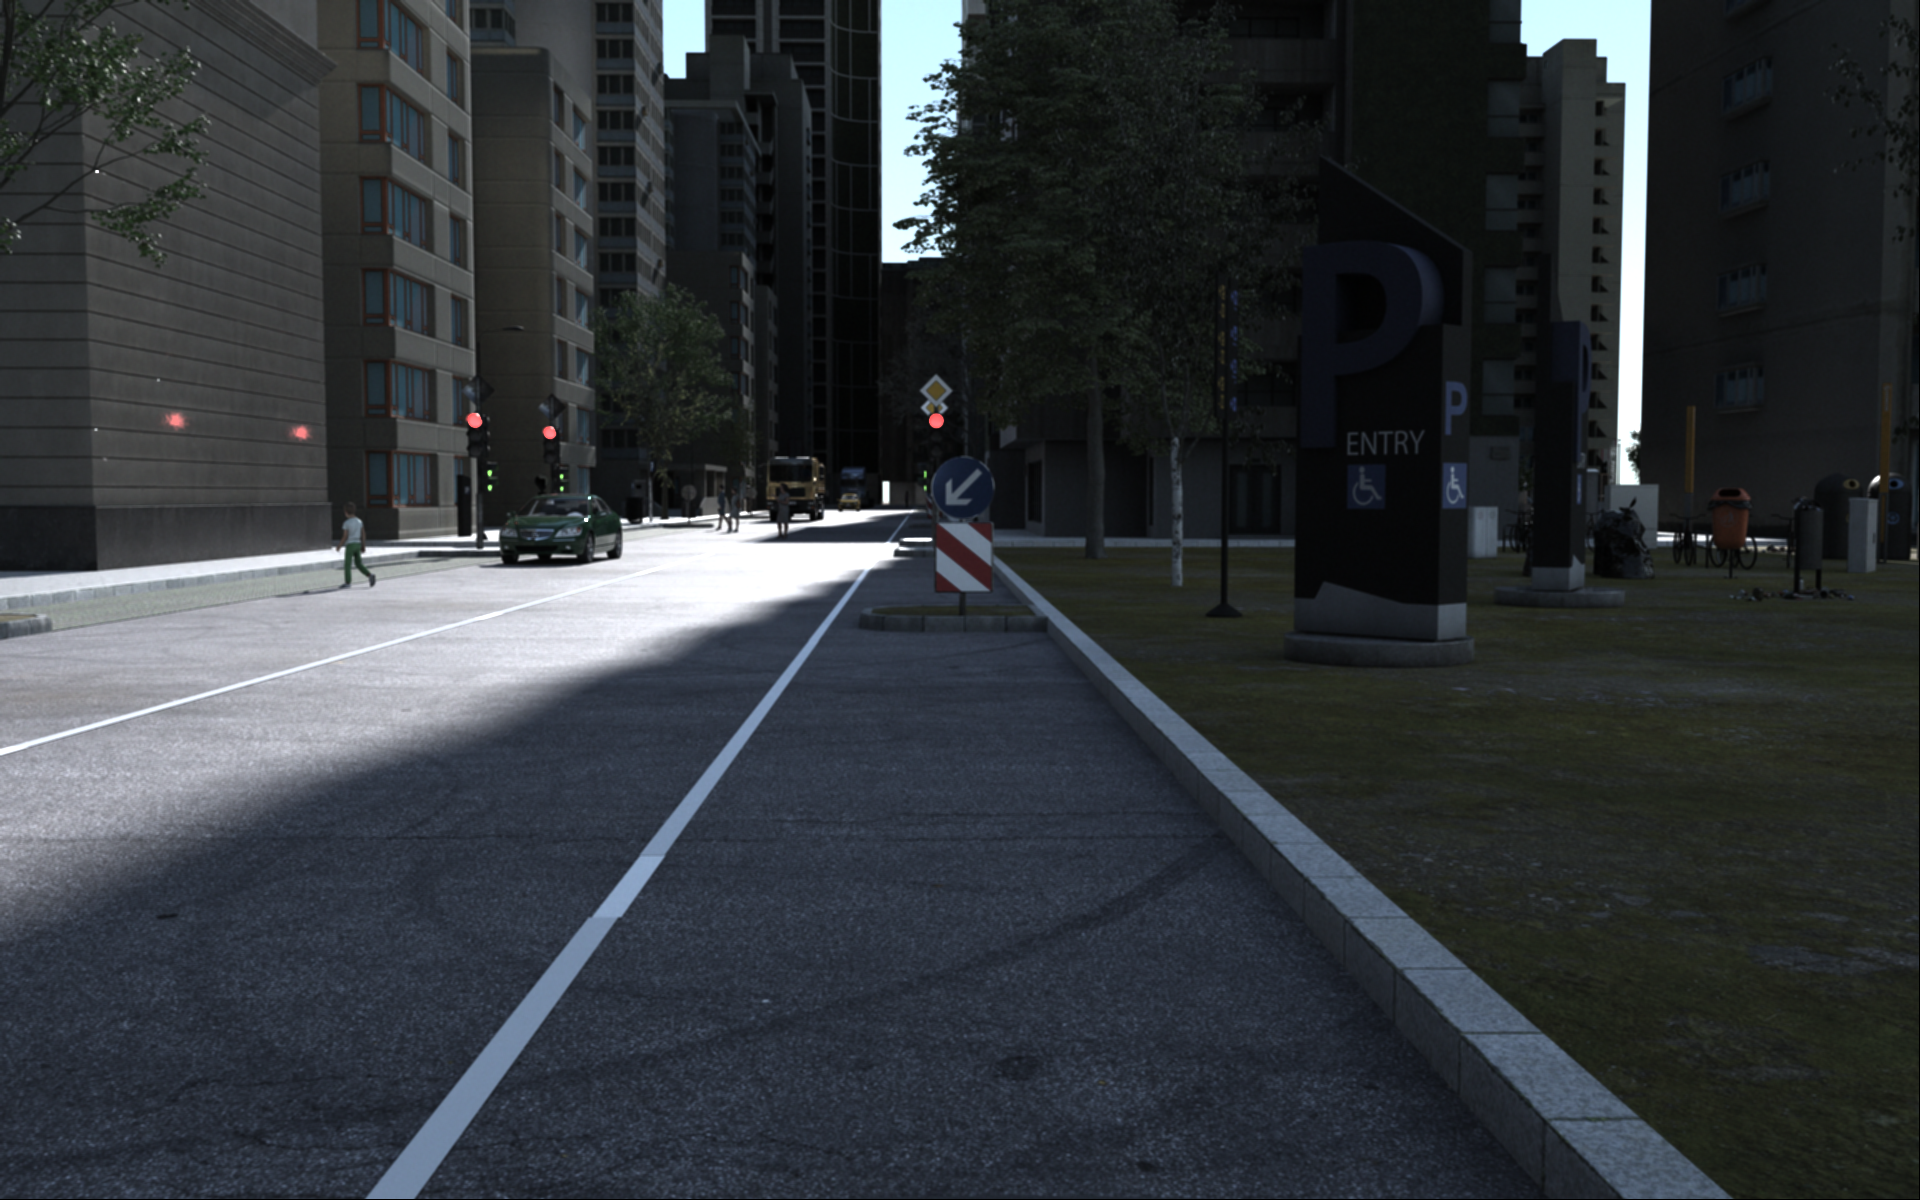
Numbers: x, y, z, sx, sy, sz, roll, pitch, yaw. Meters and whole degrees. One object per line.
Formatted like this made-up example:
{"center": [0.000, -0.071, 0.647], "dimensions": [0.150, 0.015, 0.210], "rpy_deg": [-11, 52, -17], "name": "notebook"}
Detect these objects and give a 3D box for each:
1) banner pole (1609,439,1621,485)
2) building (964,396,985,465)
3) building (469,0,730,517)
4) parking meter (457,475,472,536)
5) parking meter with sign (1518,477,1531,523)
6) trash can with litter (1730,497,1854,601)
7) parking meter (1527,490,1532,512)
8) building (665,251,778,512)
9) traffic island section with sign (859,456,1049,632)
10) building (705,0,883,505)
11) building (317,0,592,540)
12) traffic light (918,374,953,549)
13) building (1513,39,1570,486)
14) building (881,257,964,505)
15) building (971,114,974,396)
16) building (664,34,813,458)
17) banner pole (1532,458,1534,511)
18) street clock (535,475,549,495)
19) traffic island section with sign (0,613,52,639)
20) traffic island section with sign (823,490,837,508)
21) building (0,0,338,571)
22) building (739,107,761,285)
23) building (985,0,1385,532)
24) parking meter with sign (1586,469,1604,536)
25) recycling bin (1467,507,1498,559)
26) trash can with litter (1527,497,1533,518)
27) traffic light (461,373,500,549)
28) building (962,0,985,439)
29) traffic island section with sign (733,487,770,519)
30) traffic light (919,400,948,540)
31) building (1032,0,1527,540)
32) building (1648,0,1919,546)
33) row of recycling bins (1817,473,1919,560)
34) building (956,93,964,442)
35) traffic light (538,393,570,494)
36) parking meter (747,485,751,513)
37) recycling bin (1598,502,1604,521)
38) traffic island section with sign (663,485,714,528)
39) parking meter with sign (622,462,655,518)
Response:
{"center": [29.558, -5.389, 78.128], "dimensions": [0.863, 3.779, 0.401], "rpy_deg": [-2, 4, -29], "name": "banner pole"}
{"center": [11.742, -48.554, 106.533], "dimensions": [22.319, 86.520, 31.000], "rpy_deg": [0, 4, -1], "name": "building"}
{"center": [-30.867, -25.188, 103.700], "dimensions": [32.217, 40.220, 23.993], "rpy_deg": [0, 4, -1], "name": "building"}
{"center": [-15.028, -2.863, 52.527], "dimensions": [0.255, 1.863, 0.399], "rpy_deg": [2, 4, 26], "name": "parking meter"}
{"center": [25.092, -4.978, 77.646], "dimensions": [0.543, 3.016, 1.738], "rpy_deg": [0, 4, -5], "name": "parking meter with sign"}
{"center": [10.233, -0.640, 21.525], "dimensions": [2.233, 1.210, 1.678], "rpy_deg": [-2, 4, -35], "name": "trash can with litter"}
{"center": [28.889, -4.875, 88.111], "dimensions": [0.372, 1.533, 0.369], "rpy_deg": [0, 3, 0], "name": "parking meter"}
{"center": [-29.595, -17.899, 137.689], "dimensions": [27.650, 21.520, 28.899], "rpy_deg": [0, 4, -1], "name": "building"}
{"center": [-0.089, -0.629, 18.907], "dimensions": [1.989, 1.847, 2.006], "rpy_deg": [0, 4, -1], "name": "traffic island section with sign"}
{"center": [-20.154, -47.510, 215.032], "dimensions": [20.611, 71.187, 20.563], "rpy_deg": [0, 4, -1], "name": "building"}
{"center": [-29.676, -13.240, 61.514], "dimensions": [27.650, 21.520, 28.899], "rpy_deg": [0, 4, -1], "name": "building"}
{"center": [-0.573, -3.157, 40.534], "dimensions": [0.839, 4.253, 0.868], "rpy_deg": [0, 4, -1], "name": "traffic light"}
{"center": [60.282, -34.618, 189.704], "dimensions": [21.600, 48.544, 21.300], "rpy_deg": [0, 4, -1], "name": "building"}
{"center": [-2.747, -27.057, 214.077], "dimensions": [14.107, 30.474, 14.160], "rpy_deg": [0, 4, -1], "name": "building"}
{"center": [7.783, -22.203, 134.727], "dimensions": [14.160, 30.474, 14.107], "rpy_deg": [0, 4, -1], "name": "building"}
{"center": [-27.228, -34.519, 188.083], "dimensions": [21.600, 48.544, 21.300], "rpy_deg": [0, 4, -1], "name": "building"}
{"center": [40.212, -8.024, 121.202], "dimensions": [0.401, 3.779, 0.863], "rpy_deg": [3, 5, 44], "name": "banner pole"}
{"center": [-15.566, -3.668, 64.537], "dimensions": [0.471, 2.002, 0.358], "rpy_deg": [-2, 4, -32], "name": "street clock"}
{"center": [-10.433, -0.543, 17.503], "dimensions": [1.989, 1.847, 2.006], "rpy_deg": [0, 4, -1], "name": "traffic island section with sign"}
{"center": [-13.684, -10.358, 177.986], "dimensions": [1.989, 1.847, 2.006], "rpy_deg": [0, 4, -1], "name": "traffic island section with sign"}
{"center": [-26.593, -14.451, 33.541], "dimensions": [25.104, 27.353, 12.463], "rpy_deg": [0, 4, -1], "name": "building"}
{"center": [-32.100, -28.843, 163.470], "dimensions": [32.217, 40.220, 23.993], "rpy_deg": [0, 4, -1], "name": "building"}
{"center": [7.955, -18.201, 69.292], "dimensions": [14.160, 30.474, 14.107], "rpy_deg": [0, 4, -1], "name": "building"}
{"center": [19.170, -3.471, 53.012], "dimensions": [1.738, 3.016, 0.543], "rpy_deg": [0, 4, 3], "name": "parking meter with sign"}
{"center": [10.236, -1.349, 34.618], "dimensions": [0.722, 1.027, 0.722], "rpy_deg": [-2, 4, -33], "name": "recycling bin"}
{"center": [26.801, -4.298, 81.660], "dimensions": [0.624, 1.170, 1.055], "rpy_deg": [0, 4, -1], "name": "trash can with litter"}
{"center": [-11.181, -3.143, 40.304], "dimensions": [0.839, 4.253, 0.868], "rpy_deg": [0, 4, -1], "name": "traffic light"}
{"center": [13.807, -34.599, 154.935], "dimensions": [28.713, 52.752, 27.495], "rpy_deg": [0, 4, -1], "name": "building"}
{"center": [-12.124, -5.646, 100.939], "dimensions": [1.989, 1.847, 2.006], "rpy_deg": [0, 4, -1], "name": "traffic island section with sign"}
{"center": [-0.735, -3.645, 48.517], "dimensions": [0.839, 4.253, 0.868], "rpy_deg": [0, 4, -1], "name": "traffic light"}
{"center": [8.416, -17.256, 53.833], "dimensions": [14.107, 30.474, 14.160], "rpy_deg": [0, 4, -1], "name": "building"}
{"center": [34.244, -26.367, 54.803], "dimensions": [21.600, 48.544, 21.300], "rpy_deg": [0, 4, -1], "name": "building"}
{"center": [18.629, -1.634, 33.835], "dimensions": [3.534, 1.692, 1.069], "rpy_deg": [1, 4, 20], "name": "row of recycling bins"}
{"center": [10.765, -34.532, 184.210], "dimensions": [23.786, 49.044, 30.456], "rpy_deg": [0, 4, -1], "name": "building"}
{"center": [-11.343, -3.631, 48.287], "dimensions": [0.839, 4.253, 0.868], "rpy_deg": [0, 4, -1], "name": "traffic light"}
{"center": [-14.305, -6.823, 117.272], "dimensions": [0.255, 1.863, 0.399], "rpy_deg": [0, 4, -8], "name": "parking meter"}
{"center": [21.669, -2.787, 58.114], "dimensions": [0.722, 1.027, 0.722], "rpy_deg": [0, 4, 5], "name": "recycling bin"}
{"center": [-11.577, -3.998, 73.989], "dimensions": [1.989, 1.847, 2.006], "rpy_deg": [0, 4, -1], "name": "traffic island section with sign"}
{"center": [-17.161, -5.881, 92.416], "dimensions": [1.738, 3.016, 0.543], "rpy_deg": [-2, 4, -30], "name": "parking meter with sign"}
